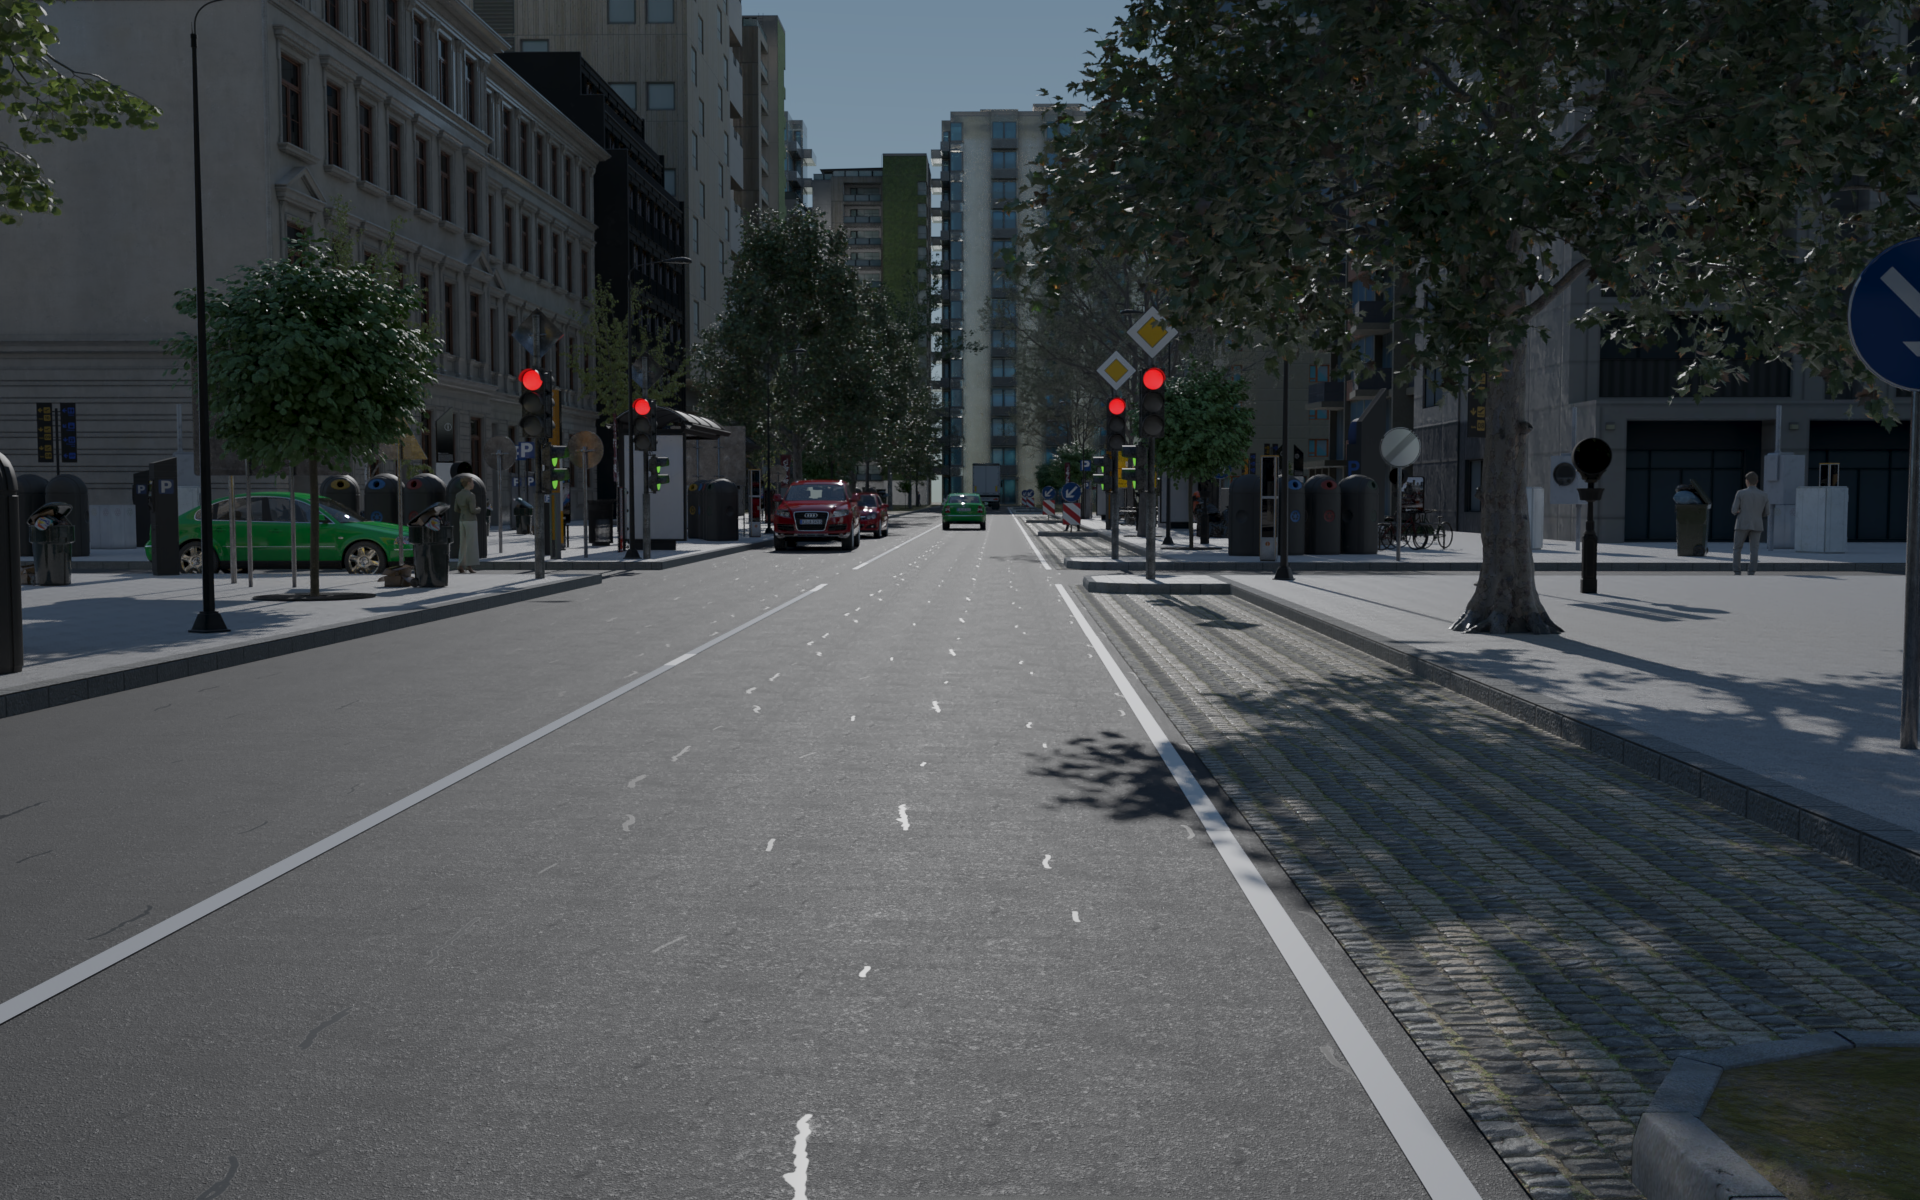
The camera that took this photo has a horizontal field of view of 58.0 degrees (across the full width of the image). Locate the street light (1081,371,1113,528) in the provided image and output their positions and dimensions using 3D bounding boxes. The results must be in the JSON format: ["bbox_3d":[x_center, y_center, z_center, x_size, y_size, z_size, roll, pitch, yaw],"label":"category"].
[{"bbox_3d":[5.233,-5.691,65.596,1.470,5.913,1.316,0,4,1],"label":"street light"}]

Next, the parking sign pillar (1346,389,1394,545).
[{"bbox_3d":[10.301,-3.393,43.950,1.447,3.967,1.447,3,5,41],"label":"parking sign pillar"}]

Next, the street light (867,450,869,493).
[{"bbox_3d":[-4.690,-7.710,98.601,1.470,5.913,1.316,0,4,1],"label":"street light"}]

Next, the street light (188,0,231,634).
[{"bbox_3d":[-6.438,-2.652,15.906,1.470,5.913,1.316,0,4,1],"label":"street light"}]

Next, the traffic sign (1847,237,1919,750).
[{"bbox_3d":[4.784,-0.523,8.653,0.768,2.556,0.104,0,4,4],"label":"traffic sign"}]

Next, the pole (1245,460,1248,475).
[{"bbox_3d":[15.241,-6.012,92.143,0.158,3.312,0.155,0,3,0],"label":"pole"}]

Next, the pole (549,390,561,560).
[{"bbox_3d":[-7.941,-2.452,33.928,0.158,3.312,0.155,0,3,0],"label":"pole"}]

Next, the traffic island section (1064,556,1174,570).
[{"bbox_3d":[3.072,-0.721,34.070,2.009,0.180,2.903,0,4,1],"label":"traffic island section"}]

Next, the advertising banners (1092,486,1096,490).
[{"bbox_3d":[9.207,-6.914,109.226,2.074,3.025,0.090,0,4,-5],"label":"advertising banners"}]

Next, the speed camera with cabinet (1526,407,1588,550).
[{"bbox_3d":[13.352,-2.782,39.815,2.038,3.252,0.660,3,5,44],"label":"speed camera with cabinet"}]

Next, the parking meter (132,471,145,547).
[{"bbox_3d":[-19.712,-2.205,41.767,0.399,1.863,0.255,-1,4,-11],"label":"parking meter"}]

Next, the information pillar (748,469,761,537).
[{"bbox_3d":[-6.079,-2.862,51.288,0.304,2.012,0.304,-1,4,-20],"label":"information pillar"}]

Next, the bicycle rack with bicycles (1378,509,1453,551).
[{"bbox_3d":[10.256,-1.657,40.479,2.925,0.926,2.852,-1,4,-20],"label":"bicycle rack with bicycles"}]

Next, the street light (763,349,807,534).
[{"bbox_3d":[-5.608,-5.081,55.621,1.470,5.913,1.316,0,4,1],"label":"street light"}]

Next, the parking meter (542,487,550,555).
[{"bbox_3d":[-8.675,-1.707,36.319,0.372,1.533,0.369,0,3,0],"label":"parking meter"}]

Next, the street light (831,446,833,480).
[{"bbox_3d":[-5.170,-6.396,77.111,1.470,5.913,1.316,0,4,1],"label":"street light"}]

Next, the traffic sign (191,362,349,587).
[{"bbox_3d":[-9.457,-1.826,23.731,2.265,3.308,0.079,0,4,8],"label":"traffic sign"}]

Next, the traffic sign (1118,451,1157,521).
[{"bbox_3d":[7.950,-5.252,79.735,2.265,3.308,0.079,1,4,11],"label":"traffic sign"}]

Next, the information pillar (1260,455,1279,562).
[{"bbox_3d":[5.888,-1.742,32.973,0.304,2.012,0.304,1,4,19],"label":"information pillar"}]

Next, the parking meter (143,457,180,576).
[{"bbox_3d":[-12.558,-1.321,27.304,0.399,1.863,0.255,-3,5,-41],"label":"parking meter"}]

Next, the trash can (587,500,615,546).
[{"bbox_3d":[-8.903,-1.912,42.914,0.748,1.137,0.748,0,3,0],"label":"trash can"}]

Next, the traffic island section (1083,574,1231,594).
[{"bbox_3d":[2.892,-0.233,26.087,2.009,0.180,2.903,0,4,1],"label":"traffic island section"}]

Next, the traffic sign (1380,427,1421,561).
[{"bbox_3d":[8.407,-2.021,33.143,0.768,2.556,0.104,0,4,8],"label":"traffic sign"}]

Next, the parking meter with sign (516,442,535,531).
[{"bbox_3d":[-14.442,-3.819,58.700,0.543,3.016,1.738,0,4,1],"label":"parking meter with sign"}]

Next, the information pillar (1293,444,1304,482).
[{"bbox_3d":[15.879,-5.506,81.371,0.504,3.616,0.183,-1,4,-12],"label":"information pillar"}]

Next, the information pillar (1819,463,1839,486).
[{"bbox_3d":[20.617,-2.241,41.131,0.304,2.012,0.304,-1,4,-20],"label":"information pillar"}]

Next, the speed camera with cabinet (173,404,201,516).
[{"bbox_3d":[-16.755,-2.645,37.581,0.660,3.252,2.038,-1,4,-20],"label":"speed camera with cabinet"}]

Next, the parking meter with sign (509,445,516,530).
[{"bbox_3d":[-15.943,-4.037,62.271,0.543,3.016,1.738,-1,4,-20],"label":"parking meter with sign"}]

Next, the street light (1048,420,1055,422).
[{"bbox_3d":[6.190,-8.331,108.751,1.470,5.913,1.316,0,4,1],"label":"street light"}]

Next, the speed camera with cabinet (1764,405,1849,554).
[{"bbox_3d":[18.602,-2.676,38.096,0.660,3.252,2.038,-1,4,-13],"label":"speed camera with cabinet"}]

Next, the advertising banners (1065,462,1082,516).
[{"bbox_3d":[6.360,-6.050,95.100,0.090,3.025,2.074,-2,4,-33],"label":"advertising banners"}]

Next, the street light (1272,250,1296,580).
[{"bbox_3d":[4.312,-3.257,25.788,1.470,5.913,1.316,0,4,1],"label":"street light"}]

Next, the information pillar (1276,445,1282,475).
[{"bbox_3d":[14.225,-5.219,76.678,0.504,3.616,0.183,3,5,42],"label":"information pillar"}]

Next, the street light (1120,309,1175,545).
[{"bbox_3d":[4.732,-4.353,43.719,1.470,5.913,1.316,0,4,1],"label":"street light"}]

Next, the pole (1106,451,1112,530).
[{"bbox_3d":[5.329,-4.173,62.075,0.158,3.312,0.155,0,3,0],"label":"pole"}]

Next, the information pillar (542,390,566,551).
[{"bbox_3d":[-9.235,-2.933,39.304,0.504,3.616,0.183,1,4,19],"label":"information pillar"}]

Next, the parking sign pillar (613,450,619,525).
[{"bbox_3d":[-13.872,-5.129,72.328,1.447,3.967,1.447,-2,4,-29],"label":"parking sign pillar"}]

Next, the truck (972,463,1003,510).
[{"bbox_3d":[2.529,-10.612,162.412,2.839,4.237,11.283,0,4,2],"label":"truck"}]

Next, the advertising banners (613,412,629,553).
[{"bbox_3d":[-7.487,-2.567,38.158,0.090,3.025,2.074,0,4,-3],"label":"advertising banners"}]

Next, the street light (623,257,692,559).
[{"bbox_3d":[-5.953,-3.767,34.129,1.470,5.913,1.316,0,4,1],"label":"street light"}]

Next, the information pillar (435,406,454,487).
[{"bbox_3d":[-13.709,-3.352,46.160,0.504,3.616,0.183,-3,5,-44],"label":"information pillar"}]

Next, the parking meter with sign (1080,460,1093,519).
[{"bbox_3d":[6.600,-5.728,89.908,0.543,3.016,1.738,1,4,10],"label":"parking meter with sign"}]

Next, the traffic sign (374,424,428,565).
[{"bbox_3d":[-8.635,-1.633,26.707,0.884,2.594,0.081,1,4,9],"label":"traffic sign"}]

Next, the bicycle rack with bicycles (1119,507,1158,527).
[{"bbox_3d":[7.439,-3.403,69.019,2.925,0.926,2.852,3,4,38],"label":"bicycle rack with bicycles"}]

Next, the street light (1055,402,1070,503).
[{"bbox_3d":[5.672,-7.006,87.086,1.470,5.913,1.316,0,4,1],"label":"street light"}]

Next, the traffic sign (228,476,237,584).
[{"bbox_3d":[-10.415,-1.508,24.767,0.768,2.556,0.104,1,4,9],"label":"traffic sign"}]

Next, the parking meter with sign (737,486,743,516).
[{"bbox_3d":[-13.021,-6.442,101.593,1.738,3.016,0.543,-1,4,-15],"label":"parking meter with sign"}]

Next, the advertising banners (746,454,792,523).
[{"bbox_3d":[-8.415,-4.905,76.385,2.074,3.025,0.090,0,4,8],"label":"advertising banners"}]
